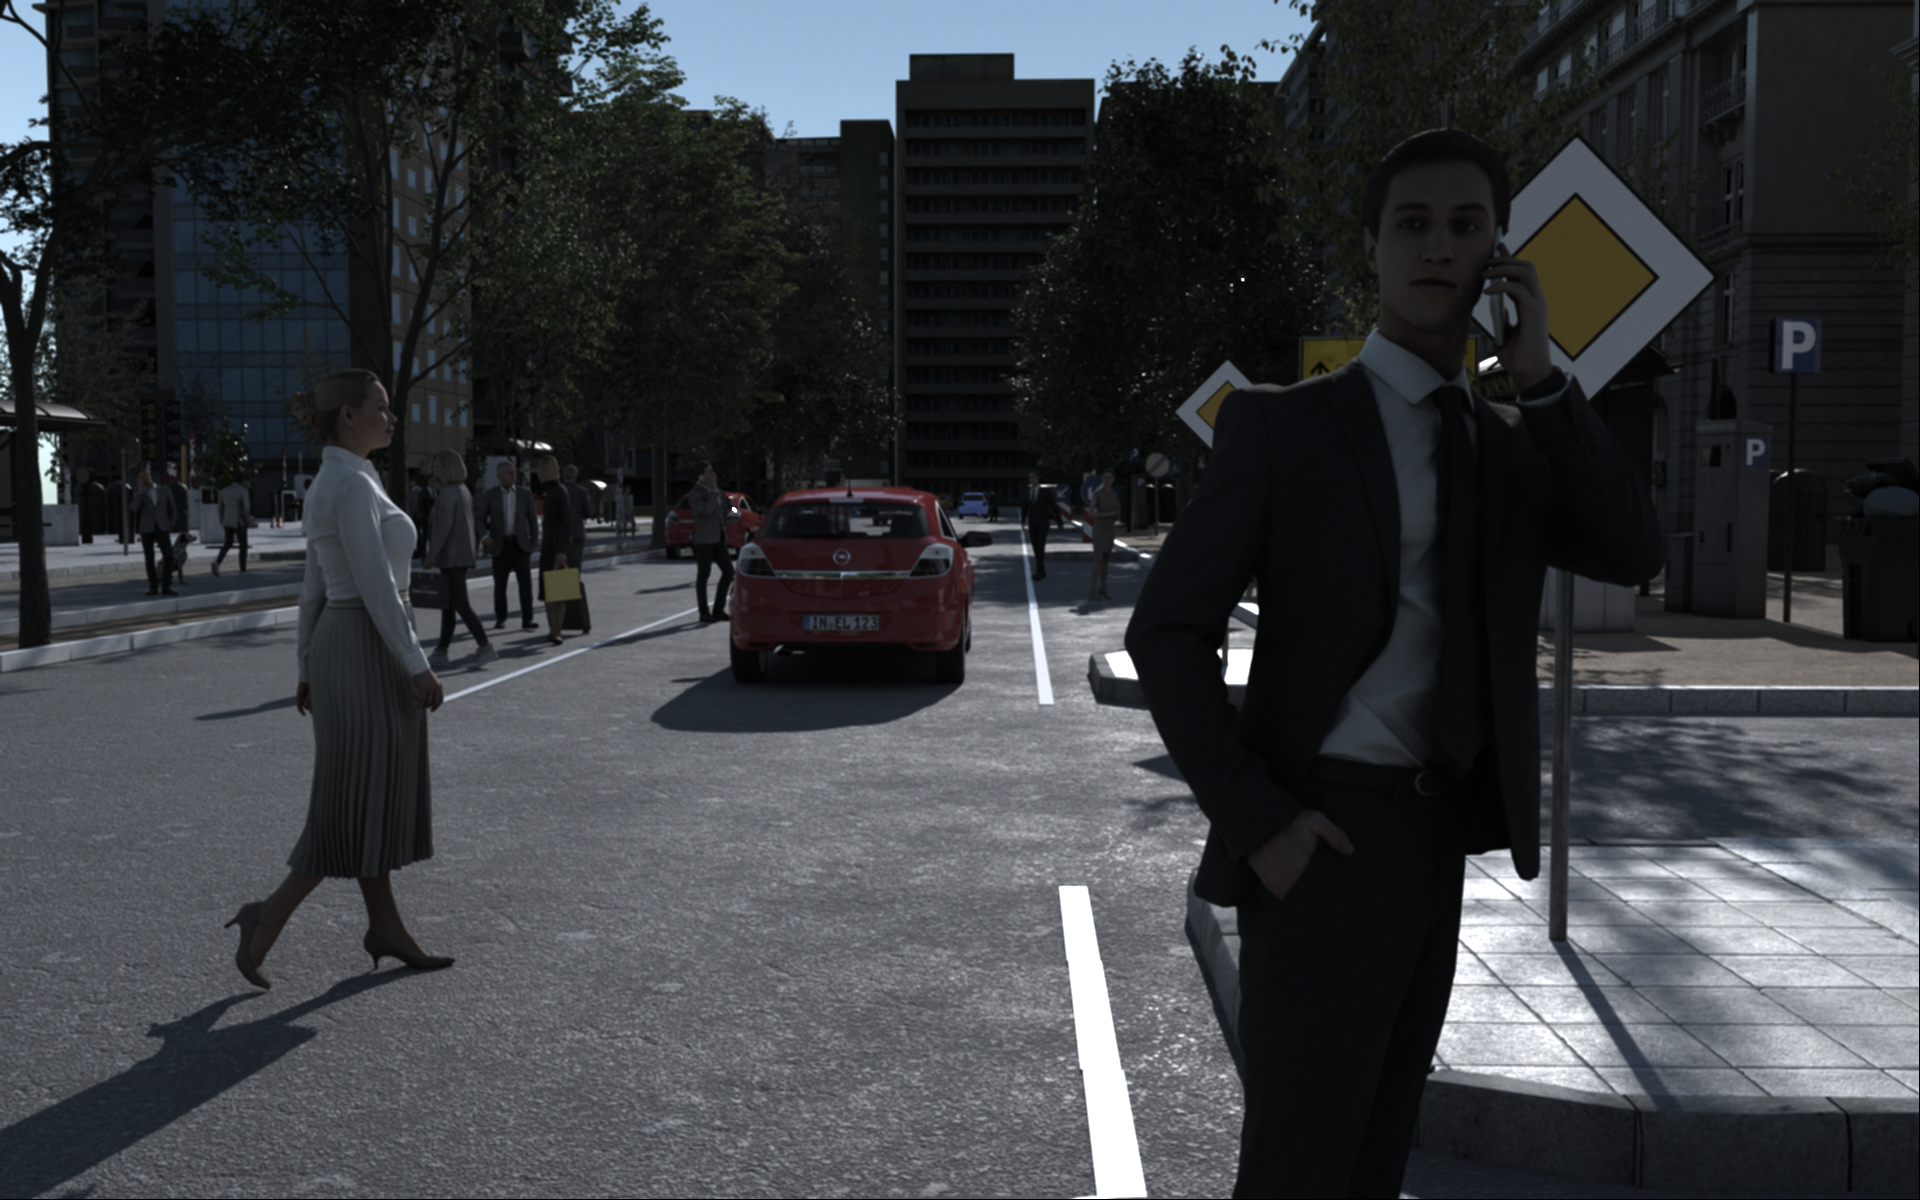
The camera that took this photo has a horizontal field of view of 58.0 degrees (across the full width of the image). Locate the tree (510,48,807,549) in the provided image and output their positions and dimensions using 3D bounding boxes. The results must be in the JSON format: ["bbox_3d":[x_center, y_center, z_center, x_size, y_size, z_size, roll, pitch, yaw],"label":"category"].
[{"bbox_3d":[-7.868,-7.594,44.751,7.486,12.596,7.792,0,3,0],"label":"tree"}]

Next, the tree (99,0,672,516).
[{"bbox_3d":[-7.974,-5.880,24.356,9.928,11.665,9.643,0,3,0],"label":"tree"}]

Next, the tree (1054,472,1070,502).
[{"bbox_3d":[7.746,-10.831,127.453,4.737,8.622,4.395,0,3,0],"label":"tree"}]

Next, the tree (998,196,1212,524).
[{"bbox_3d":[6.577,-10.312,75.250,9.857,13.997,8.962,0,3,0],"label":"tree"}]

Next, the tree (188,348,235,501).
[{"bbox_3d":[-37.843,-8.272,85.607,4.360,8.622,3.978,0,3,0],"label":"tree"}]

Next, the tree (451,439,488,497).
[{"bbox_3d":[-16.853,-3.973,59.554,1.663,3.219,1.824,0,3,0],"label":"tree"}]

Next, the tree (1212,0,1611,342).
[{"bbox_3d":[4.791,-4.156,18.319,4.737,8.622,4.395,0,3,0],"label":"tree"}]

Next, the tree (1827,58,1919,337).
[{"bbox_3d":[15.002,-4.577,25.190,4.737,8.622,4.395,0,3,0],"label":"tree"}]

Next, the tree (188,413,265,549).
[{"bbox_3d":[-17.309,-2.849,41.188,1.663,3.219,1.824,0,3,0],"label":"tree"}]

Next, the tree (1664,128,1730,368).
[{"bbox_3d":[12.964,-5.128,34.200,4.737,8.622,4.395,0,3,0],"label":"tree"}]

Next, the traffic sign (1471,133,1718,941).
[{"bbox_3d":[1.720,-0.079,4.928,0.795,2.450,0.064,0,4,2],"label":"traffic sign"}]

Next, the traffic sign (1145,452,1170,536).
[{"bbox_3d":[6.046,-3.245,53.163,0.768,2.556,0.104,0,4,3],"label":"traffic sign"}]

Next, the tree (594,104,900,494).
[{"bbox_3d":[-6.957,-8.667,54.527,12.009,13.543,11.850,0,3,0],"label":"tree"}]

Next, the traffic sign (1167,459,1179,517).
[{"bbox_3d":[7.879,-3.834,62.793,0.768,2.556,0.104,0,4,5],"label":"traffic sign"}]

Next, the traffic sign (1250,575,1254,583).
[{"bbox_3d":[4.218,-1.521,24.974,0.768,2.556,0.104,1,4,10],"label":"traffic sign"}]

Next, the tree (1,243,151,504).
[{"bbox_3d":[-25.176,-6.038,49.081,4.360,8.622,3.978,0,3,0],"label":"tree"}]

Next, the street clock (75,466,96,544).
[{"bbox_3d":[-22.538,-2.453,44.671,0.471,2.002,0.358,1,4,15],"label":"street clock"}]

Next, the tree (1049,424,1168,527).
[{"bbox_3d":[6.675,-5.182,68.447,4.285,4.588,4.351,0,3,0],"label":"tree"}]

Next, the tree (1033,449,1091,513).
[{"bbox_3d":[8.266,-12.293,119.120,7.486,12.596,7.792,0,3,0],"label":"tree"}]

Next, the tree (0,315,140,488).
[{"bbox_3d":[-37.524,-7.564,74.033,4.737,8.622,4.395,0,3,0],"label":"tree"}]

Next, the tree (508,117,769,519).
[{"bbox_3d":[-16.364,-14.183,87.773,12.611,20.169,13.585,0,3,0],"label":"tree"}]

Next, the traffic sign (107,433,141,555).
[{"bbox_3d":[-17.433,-2.203,36.132,0.768,2.556,0.104,1,4,9],"label":"traffic sign"}]

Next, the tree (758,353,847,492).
[{"bbox_3d":[-6.974,-7.370,73.311,4.360,8.622,3.978,0,3,0],"label":"tree"}]

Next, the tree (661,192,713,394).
[{"bbox_3d":[-7.650,-5.262,38.849,4.360,8.622,3.978,0,3,0],"label":"tree"}]

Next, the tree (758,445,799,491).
[{"bbox_3d":[-13.758,-11.195,133.403,4.737,8.622,4.395,0,3,0],"label":"tree"}]

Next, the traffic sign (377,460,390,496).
[{"bbox_3d":[-20.316,-3.750,61.412,0.768,2.556,0.104,1,4,11],"label":"traffic sign"}]

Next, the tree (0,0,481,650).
[{"bbox_3d":[-8.224,-4.809,15.501,8.767,10.594,7.601,0,4,2],"label":"tree"}]

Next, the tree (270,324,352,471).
[{"bbox_3d":[-27.479,-7.604,74.685,4.360,8.622,3.978,0,3,0],"label":"tree"}]

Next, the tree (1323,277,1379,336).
[{"bbox_3d":[13.119,-6.580,57.952,4.360,8.622,3.978,0,3,0],"label":"tree"}]

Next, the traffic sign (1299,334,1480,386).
[{"bbox_3d":[5.491,-1.738,22.286,2.265,3.308,0.079,0,4,5],"label":"traffic sign"}]

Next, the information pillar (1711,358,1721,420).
[{"bbox_3d":[13.122,-2.372,30.139,0.183,3.616,0.504,2,4,31],"label":"information pillar"}]

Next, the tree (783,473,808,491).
[{"bbox_3d":[-13.550,-8.912,140.316,1.663,3.219,1.824,0,3,0],"label":"tree"}]

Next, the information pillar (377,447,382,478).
[{"bbox_3d":[-22.174,-4.572,66.115,0.183,3.616,0.504,0,4,0],"label":"information pillar"}]

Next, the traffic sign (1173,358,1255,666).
[{"bbox_3d":[1.981,-0.567,12.909,0.795,2.450,0.064,0,4,2],"label":"traffic sign"}]

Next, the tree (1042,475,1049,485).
[{"bbox_3d":[9.389,-10.948,162.718,4.285,4.588,4.351,0,3,0],"label":"tree"}]

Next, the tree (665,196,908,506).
[{"bbox_3d":[-6.910,-8.942,65.671,9.611,12.733,9.660,0,3,0],"label":"tree"}]

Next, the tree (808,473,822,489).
[{"bbox_3d":[-13.543,-10.190,161.200,1.663,3.219,1.824,0,3,0],"label":"tree"}]

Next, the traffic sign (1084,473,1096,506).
[{"bbox_3d":[6.309,-5.020,84.213,0.606,2.300,0.079,1,4,11],"label":"traffic sign"}]

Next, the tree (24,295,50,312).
[{"bbox_3d":[-34.792,-6.988,64.614,4.737,8.622,4.395,0,3,0],"label":"tree"}]

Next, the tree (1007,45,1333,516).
[{"bbox_3d":[5.772,-7.812,44.732,9.611,12.733,9.660,0,3,0],"label":"tree"}]

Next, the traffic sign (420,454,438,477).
[{"bbox_3d":[-16.628,-3.325,54.466,0.768,2.556,0.104,0,4,8],"label":"traffic sign"}]

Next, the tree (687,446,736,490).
[{"bbox_3d":[-14.929,-7.368,104.173,4.285,4.588,4.351,0,3,0],"label":"tree"}]

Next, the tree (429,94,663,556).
[{"bbox_3d":[-7.966,-4.828,31.765,4.360,8.622,3.978,0,3,0],"label":"tree"}]

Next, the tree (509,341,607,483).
[{"bbox_3d":[-17.830,-7.800,77.892,4.737,8.622,4.395,0,3,0],"label":"tree"}]

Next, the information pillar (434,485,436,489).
[{"bbox_3d":[-25.042,-4.757,82.276,0.304,2.012,0.304,-2,4,-26],"label":"information pillar"}]
